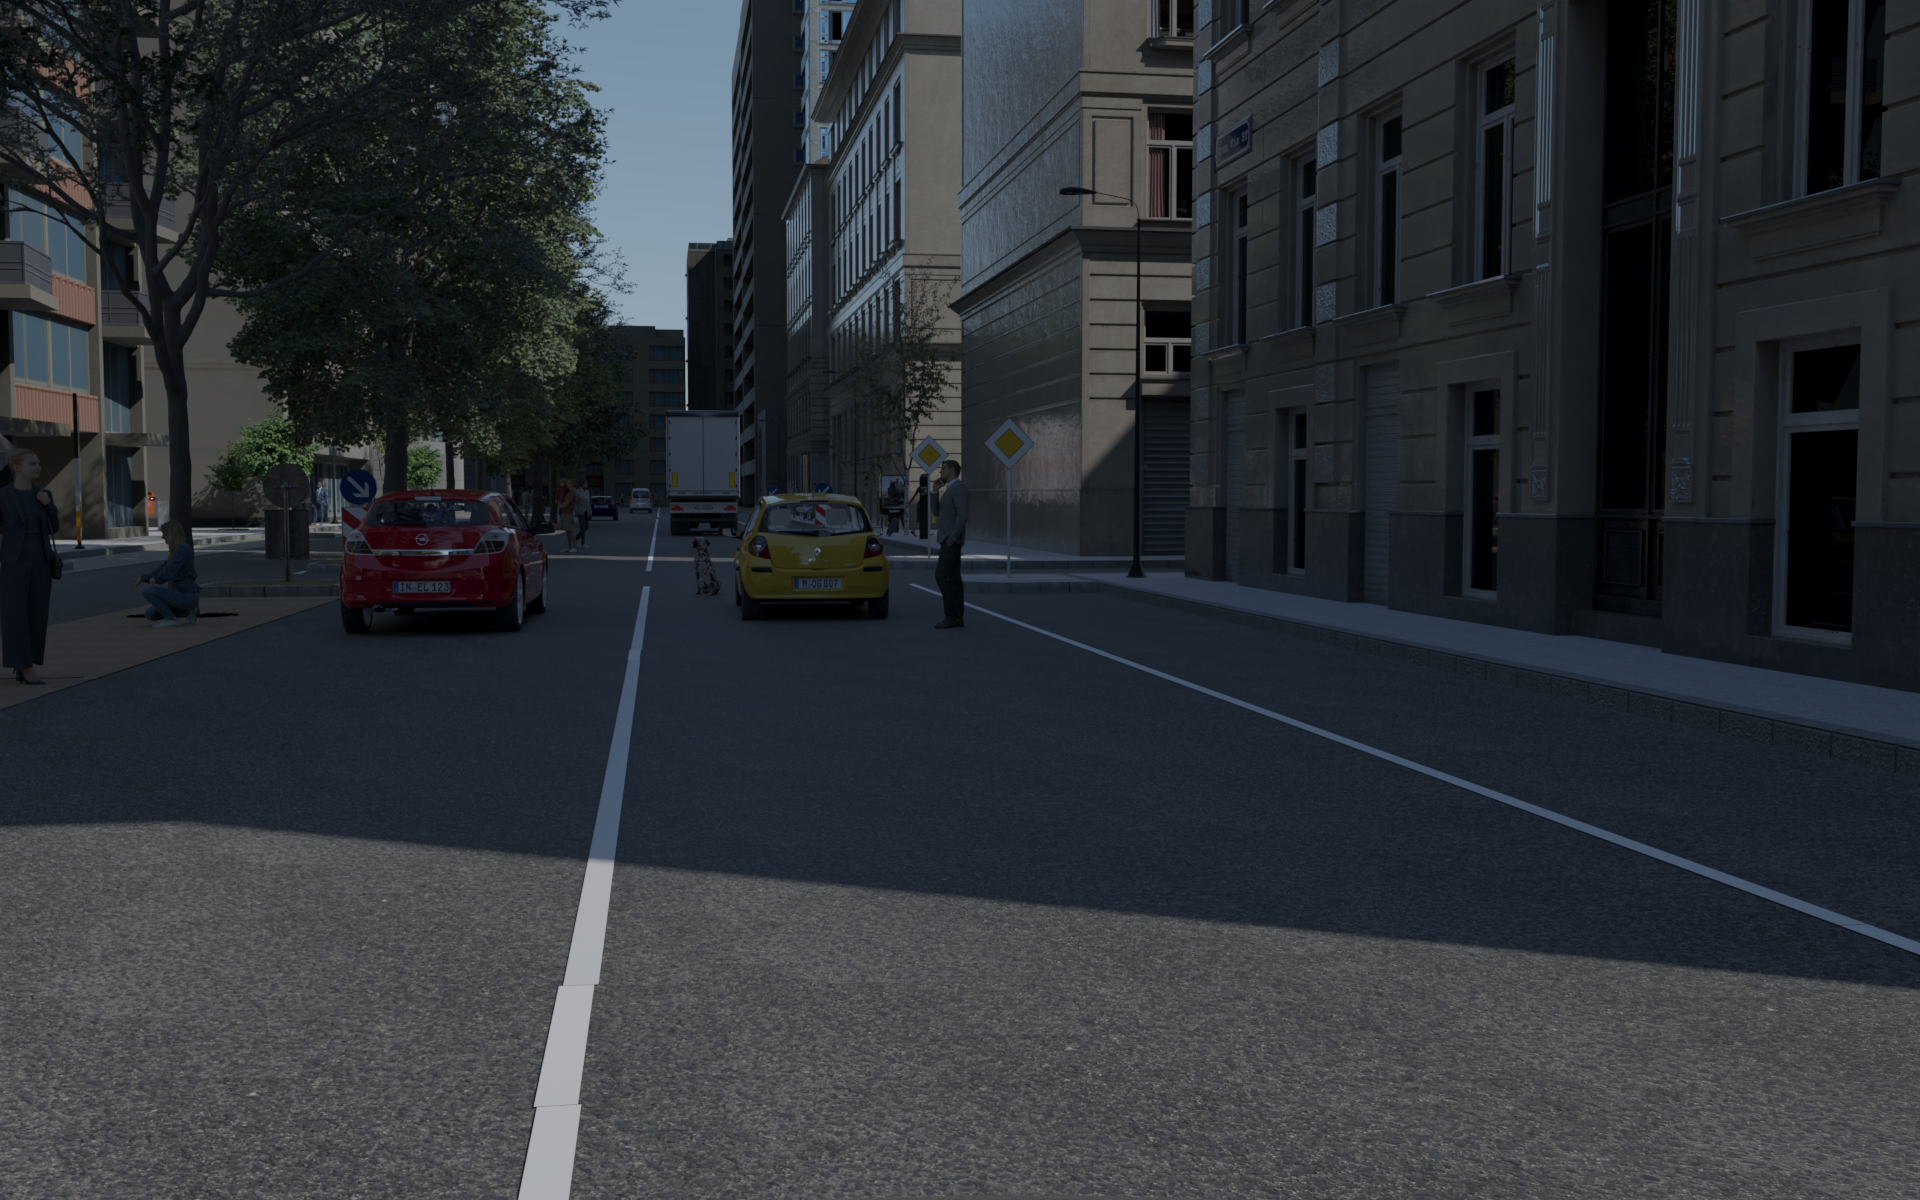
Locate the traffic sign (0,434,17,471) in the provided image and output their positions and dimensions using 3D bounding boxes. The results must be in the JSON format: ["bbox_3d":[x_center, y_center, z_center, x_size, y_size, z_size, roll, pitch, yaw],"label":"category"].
[{"bbox_3d":[-17.439,-1.784,31.352,0.795,2.593,0.064,-1,4,-10],"label":"traffic sign"}]

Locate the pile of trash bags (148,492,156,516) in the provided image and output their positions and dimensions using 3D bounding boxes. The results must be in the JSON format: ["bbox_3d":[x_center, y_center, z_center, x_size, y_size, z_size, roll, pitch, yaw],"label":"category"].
[{"bbox_3d":[-31.595,-3.323,64.078,3.447,1.369,1.912,-3,4,-38],"label":"pile of trash bags"}]

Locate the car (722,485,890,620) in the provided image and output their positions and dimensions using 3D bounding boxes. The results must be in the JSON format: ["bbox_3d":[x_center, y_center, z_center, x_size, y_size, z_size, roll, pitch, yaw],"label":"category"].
[{"bbox_3d":[-1.882,-0.671,21.203,2.015,1.641,3.980,-1,4,-9],"label":"car"}]

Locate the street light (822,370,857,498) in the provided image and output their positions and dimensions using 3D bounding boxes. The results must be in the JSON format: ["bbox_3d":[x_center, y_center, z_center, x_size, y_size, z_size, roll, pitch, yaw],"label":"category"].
[{"bbox_3d":[-4.478,-5.663,65.125,1.470,5.913,1.316,-1,4,-10],"label":"street light"}]

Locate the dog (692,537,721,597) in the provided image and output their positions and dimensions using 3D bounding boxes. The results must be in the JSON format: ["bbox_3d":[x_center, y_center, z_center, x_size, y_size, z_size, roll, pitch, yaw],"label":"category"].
[{"bbox_3d":[-3.660,-0.474,24.584,0.513,0.831,0.800,1,4,8],"label":"dog"}]

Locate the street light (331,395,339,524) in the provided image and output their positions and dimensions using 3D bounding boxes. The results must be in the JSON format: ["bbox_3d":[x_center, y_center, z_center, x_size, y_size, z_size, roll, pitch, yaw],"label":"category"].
[{"bbox_3d":[-26.181,-6.200,73.918,1.470,5.913,1.316,-1,4,-10],"label":"street light"}]

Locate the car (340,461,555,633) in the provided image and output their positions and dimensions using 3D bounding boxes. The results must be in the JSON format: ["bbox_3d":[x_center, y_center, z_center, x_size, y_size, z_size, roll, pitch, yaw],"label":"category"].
[{"bbox_3d":[-5.677,-0.634,19.405,2.155,1.783,4.494,-1,4,-8],"label":"car"}]

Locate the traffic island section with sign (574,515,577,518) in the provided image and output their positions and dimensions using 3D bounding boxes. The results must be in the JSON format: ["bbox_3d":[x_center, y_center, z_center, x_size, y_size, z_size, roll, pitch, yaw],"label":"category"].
[{"bbox_3d":[-23.811,-5.999,106.218,2.006,1.907,1.989,-1,4,-10],"label":"traffic island section with sign"}]

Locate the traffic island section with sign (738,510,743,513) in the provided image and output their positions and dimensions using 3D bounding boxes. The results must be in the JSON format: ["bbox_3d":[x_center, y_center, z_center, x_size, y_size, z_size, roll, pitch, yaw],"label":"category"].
[{"bbox_3d":[-17.900,-7.726,134.941,1.989,1.847,2.006,-1,4,-10],"label":"traffic island section with sign"}]

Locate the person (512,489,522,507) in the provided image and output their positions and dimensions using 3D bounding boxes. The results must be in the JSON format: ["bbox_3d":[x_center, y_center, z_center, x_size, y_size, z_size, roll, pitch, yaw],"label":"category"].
[{"bbox_3d":[-43.360,-9.991,169.537,0.705,1.807,1.348,2,4,32],"label":"person"}]

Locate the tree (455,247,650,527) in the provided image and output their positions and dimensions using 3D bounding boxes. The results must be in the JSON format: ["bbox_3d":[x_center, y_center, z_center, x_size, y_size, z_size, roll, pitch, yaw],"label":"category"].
[{"bbox_3d":[-18.237,-9.483,74.506,9.611,12.733,9.660,0,3,0],"label":"tree"}]

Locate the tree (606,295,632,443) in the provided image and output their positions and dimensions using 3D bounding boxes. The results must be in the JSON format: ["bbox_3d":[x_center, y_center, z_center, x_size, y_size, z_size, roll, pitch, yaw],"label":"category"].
[{"bbox_3d":[-19.868,-9.989,83.906,7.486,12.596,7.792,0,3,0],"label":"tree"}]

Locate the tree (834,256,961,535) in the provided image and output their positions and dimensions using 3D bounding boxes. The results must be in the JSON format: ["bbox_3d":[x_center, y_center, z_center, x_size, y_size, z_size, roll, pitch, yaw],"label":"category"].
[{"bbox_3d":[-1.741,-6.344,54.092,4.360,8.622,3.978,0,3,0],"label":"tree"}]

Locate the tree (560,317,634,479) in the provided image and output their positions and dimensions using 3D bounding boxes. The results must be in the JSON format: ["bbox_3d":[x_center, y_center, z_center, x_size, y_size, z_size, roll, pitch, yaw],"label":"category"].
[{"bbox_3d":[-21.269,-10.071,92.872,9.928,11.665,9.643,0,3,0],"label":"tree"}]

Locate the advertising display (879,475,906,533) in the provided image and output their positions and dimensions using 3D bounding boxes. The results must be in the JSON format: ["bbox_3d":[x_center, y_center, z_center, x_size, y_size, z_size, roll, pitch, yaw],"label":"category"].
[{"bbox_3d":[-2.208,-3.198,57.500,0.974,1.923,0.123,-2,4,-27],"label":"advertising display"}]

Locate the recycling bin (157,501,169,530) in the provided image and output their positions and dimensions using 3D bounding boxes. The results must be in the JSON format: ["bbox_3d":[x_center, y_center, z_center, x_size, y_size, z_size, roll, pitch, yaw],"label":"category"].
[{"bbox_3d":[-27.952,-2.987,61.391,0.722,1.027,0.722,0,4,-4],"label":"recycling bin"}]

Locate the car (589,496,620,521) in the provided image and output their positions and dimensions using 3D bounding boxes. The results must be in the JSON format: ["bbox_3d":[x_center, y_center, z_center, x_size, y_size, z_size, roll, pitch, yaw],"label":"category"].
[{"bbox_3d":[-19.562,-5.019,94.643,1.945,1.354,3.894,-1,4,-11],"label":"car"}]

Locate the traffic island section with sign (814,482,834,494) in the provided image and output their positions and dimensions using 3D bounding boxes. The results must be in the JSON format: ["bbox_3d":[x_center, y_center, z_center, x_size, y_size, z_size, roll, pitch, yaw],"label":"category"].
[{"bbox_3d":[-4.794,-3.068,58.784,1.989,1.847,2.006,-1,4,-10],"label":"traffic island section with sign"}]

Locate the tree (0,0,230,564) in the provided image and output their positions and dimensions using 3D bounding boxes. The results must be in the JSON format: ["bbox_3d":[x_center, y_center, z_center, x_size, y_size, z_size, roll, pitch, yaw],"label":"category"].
[{"bbox_3d":[-7.159,-4.466,9.887,8.767,10.594,7.601,-1,4,-10],"label":"tree"}]

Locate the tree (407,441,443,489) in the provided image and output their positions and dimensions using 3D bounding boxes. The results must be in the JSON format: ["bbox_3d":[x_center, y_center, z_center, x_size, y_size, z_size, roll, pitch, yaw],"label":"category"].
[{"bbox_3d":[-32.071,-7.265,102.491,4.285,4.588,4.351,0,3,0],"label":"tree"}]

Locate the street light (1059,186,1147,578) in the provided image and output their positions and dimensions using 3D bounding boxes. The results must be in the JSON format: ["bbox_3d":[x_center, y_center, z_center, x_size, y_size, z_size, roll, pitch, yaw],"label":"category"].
[{"bbox_3d":[2.186,-3.295,26.412,1.470,5.913,1.316,-1,4,-10],"label":"street light"}]

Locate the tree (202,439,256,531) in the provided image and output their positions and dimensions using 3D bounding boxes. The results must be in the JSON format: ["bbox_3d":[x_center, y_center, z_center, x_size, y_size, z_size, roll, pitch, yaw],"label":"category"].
[{"bbox_3d":[-25.810,-4.085,61.396,1.663,3.219,1.824,0,3,0],"label":"tree"}]

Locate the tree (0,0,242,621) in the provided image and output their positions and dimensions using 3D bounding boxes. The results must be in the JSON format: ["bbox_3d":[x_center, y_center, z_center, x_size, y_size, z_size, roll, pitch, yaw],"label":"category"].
[{"bbox_3d":[-8.946,-6.526,19.522,12.009,13.543,11.850,0,3,0],"label":"tree"}]

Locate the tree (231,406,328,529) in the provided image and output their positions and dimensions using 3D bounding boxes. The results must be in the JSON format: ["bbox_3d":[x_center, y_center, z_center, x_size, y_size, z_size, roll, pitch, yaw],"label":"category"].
[{"bbox_3d":[-25.529,-4.971,64.985,4.285,4.588,4.351,0,3,0],"label":"tree"}]

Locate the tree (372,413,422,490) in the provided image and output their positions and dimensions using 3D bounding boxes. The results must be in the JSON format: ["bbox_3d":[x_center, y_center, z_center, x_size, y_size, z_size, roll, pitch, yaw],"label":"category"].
[{"bbox_3d":[-31.459,-8.834,94.802,4.737,8.622,4.395,0,3,0],"label":"tree"}]

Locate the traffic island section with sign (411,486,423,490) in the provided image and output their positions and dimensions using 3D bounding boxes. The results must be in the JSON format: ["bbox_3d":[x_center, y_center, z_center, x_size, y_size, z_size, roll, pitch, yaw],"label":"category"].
[{"bbox_3d":[-26.085,-4.570,83.339,1.989,1.847,2.006,-1,4,-10],"label":"traffic island section with sign"}]

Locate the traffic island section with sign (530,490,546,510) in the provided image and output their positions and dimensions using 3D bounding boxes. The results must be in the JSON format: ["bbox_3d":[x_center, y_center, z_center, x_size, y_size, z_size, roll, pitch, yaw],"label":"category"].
[{"bbox_3d":[-39.244,-9.244,159.767,1.989,1.847,2.006,-1,4,-10],"label":"traffic island section with sign"}]

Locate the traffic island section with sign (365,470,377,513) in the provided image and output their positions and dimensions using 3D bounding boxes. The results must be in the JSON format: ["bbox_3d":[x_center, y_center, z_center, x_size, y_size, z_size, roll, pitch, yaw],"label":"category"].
[{"bbox_3d":[-11.046,-1.470,32.168,2.006,1.907,1.989,-1,4,-10],"label":"traffic island section with sign"}]

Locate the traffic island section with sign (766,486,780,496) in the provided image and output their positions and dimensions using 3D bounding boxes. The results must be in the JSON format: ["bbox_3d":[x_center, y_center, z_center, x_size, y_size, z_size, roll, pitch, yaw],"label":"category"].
[{"bbox_3d":[-9.363,-4.693,85.351,1.989,1.847,2.006,-1,4,-10],"label":"traffic island section with sign"}]

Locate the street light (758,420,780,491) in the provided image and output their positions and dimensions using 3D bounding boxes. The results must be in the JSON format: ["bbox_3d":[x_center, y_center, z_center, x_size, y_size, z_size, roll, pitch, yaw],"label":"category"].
[{"bbox_3d":[-11.859,-8.291,108.102,1.470,5.913,1.316,-1,4,-10],"label":"street light"}]

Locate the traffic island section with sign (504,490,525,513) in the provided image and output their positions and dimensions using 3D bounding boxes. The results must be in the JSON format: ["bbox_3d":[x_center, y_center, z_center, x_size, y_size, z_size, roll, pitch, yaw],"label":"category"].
[{"bbox_3d":[-34.668,-7.619,133.201,1.989,1.847,2.006,-1,4,-10],"label":"traffic island section with sign"}]

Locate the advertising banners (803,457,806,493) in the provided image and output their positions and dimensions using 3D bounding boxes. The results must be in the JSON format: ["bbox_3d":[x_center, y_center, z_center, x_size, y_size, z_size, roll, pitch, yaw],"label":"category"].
[{"bbox_3d":[-7.489,-5.329,83.309,0.090,3.025,2.074,0,4,-6],"label":"advertising banners"}]

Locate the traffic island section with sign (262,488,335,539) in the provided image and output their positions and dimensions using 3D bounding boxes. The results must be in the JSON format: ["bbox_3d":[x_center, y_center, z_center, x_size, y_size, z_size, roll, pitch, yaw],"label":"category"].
[{"bbox_3d":[-21.396,-2.906,56.134,1.989,1.847,2.006,-1,4,-10],"label":"traffic island section with sign"}]

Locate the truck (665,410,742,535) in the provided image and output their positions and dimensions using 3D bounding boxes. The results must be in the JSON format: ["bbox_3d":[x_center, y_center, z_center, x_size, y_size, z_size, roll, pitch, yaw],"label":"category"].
[{"bbox_3d":[-9.377,-4.565,63.557,2.839,4.237,11.283,0,4,-8],"label":"truck"}]

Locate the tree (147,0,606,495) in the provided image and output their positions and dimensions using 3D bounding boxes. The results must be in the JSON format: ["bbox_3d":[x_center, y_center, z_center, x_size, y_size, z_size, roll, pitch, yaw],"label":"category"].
[{"bbox_3d":[-11.765,-7.739,35.643,9.857,13.997,8.962,0,3,0],"label":"tree"}]

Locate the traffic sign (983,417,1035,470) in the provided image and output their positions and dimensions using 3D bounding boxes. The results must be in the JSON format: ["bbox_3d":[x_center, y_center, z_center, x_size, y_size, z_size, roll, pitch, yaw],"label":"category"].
[{"bbox_3d":[0.767,-1.478,26.354,0.795,2.593,0.064,-1,4,-10],"label":"traffic sign"}]

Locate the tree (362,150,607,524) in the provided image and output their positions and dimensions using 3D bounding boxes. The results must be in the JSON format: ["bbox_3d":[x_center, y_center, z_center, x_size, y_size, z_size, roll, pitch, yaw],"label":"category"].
[{"bbox_3d":[-15.681,-8.292,56.161,7.486,12.596,7.792,0,3,0],"label":"tree"}]

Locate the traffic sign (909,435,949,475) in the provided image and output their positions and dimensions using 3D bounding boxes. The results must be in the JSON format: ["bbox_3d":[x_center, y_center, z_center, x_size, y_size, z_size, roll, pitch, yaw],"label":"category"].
[{"bbox_3d":[-0.588,-1.959,34.223,0.795,2.593,0.064,-1,4,-10],"label":"traffic sign"}]

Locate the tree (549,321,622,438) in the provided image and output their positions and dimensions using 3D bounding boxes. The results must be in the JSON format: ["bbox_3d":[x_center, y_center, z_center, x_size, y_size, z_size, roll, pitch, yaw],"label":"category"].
[{"bbox_3d":[-16.896,-7.836,64.994,8.767,10.594,7.601,-1,4,-10],"label":"tree"}]

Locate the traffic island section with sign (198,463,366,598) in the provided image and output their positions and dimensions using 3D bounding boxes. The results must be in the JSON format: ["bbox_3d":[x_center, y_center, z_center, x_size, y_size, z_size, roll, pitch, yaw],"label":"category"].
[{"bbox_3d":[-9.798,-1.023,24.866,2.006,1.907,1.989,-1,4,-10],"label":"traffic island section with sign"}]
